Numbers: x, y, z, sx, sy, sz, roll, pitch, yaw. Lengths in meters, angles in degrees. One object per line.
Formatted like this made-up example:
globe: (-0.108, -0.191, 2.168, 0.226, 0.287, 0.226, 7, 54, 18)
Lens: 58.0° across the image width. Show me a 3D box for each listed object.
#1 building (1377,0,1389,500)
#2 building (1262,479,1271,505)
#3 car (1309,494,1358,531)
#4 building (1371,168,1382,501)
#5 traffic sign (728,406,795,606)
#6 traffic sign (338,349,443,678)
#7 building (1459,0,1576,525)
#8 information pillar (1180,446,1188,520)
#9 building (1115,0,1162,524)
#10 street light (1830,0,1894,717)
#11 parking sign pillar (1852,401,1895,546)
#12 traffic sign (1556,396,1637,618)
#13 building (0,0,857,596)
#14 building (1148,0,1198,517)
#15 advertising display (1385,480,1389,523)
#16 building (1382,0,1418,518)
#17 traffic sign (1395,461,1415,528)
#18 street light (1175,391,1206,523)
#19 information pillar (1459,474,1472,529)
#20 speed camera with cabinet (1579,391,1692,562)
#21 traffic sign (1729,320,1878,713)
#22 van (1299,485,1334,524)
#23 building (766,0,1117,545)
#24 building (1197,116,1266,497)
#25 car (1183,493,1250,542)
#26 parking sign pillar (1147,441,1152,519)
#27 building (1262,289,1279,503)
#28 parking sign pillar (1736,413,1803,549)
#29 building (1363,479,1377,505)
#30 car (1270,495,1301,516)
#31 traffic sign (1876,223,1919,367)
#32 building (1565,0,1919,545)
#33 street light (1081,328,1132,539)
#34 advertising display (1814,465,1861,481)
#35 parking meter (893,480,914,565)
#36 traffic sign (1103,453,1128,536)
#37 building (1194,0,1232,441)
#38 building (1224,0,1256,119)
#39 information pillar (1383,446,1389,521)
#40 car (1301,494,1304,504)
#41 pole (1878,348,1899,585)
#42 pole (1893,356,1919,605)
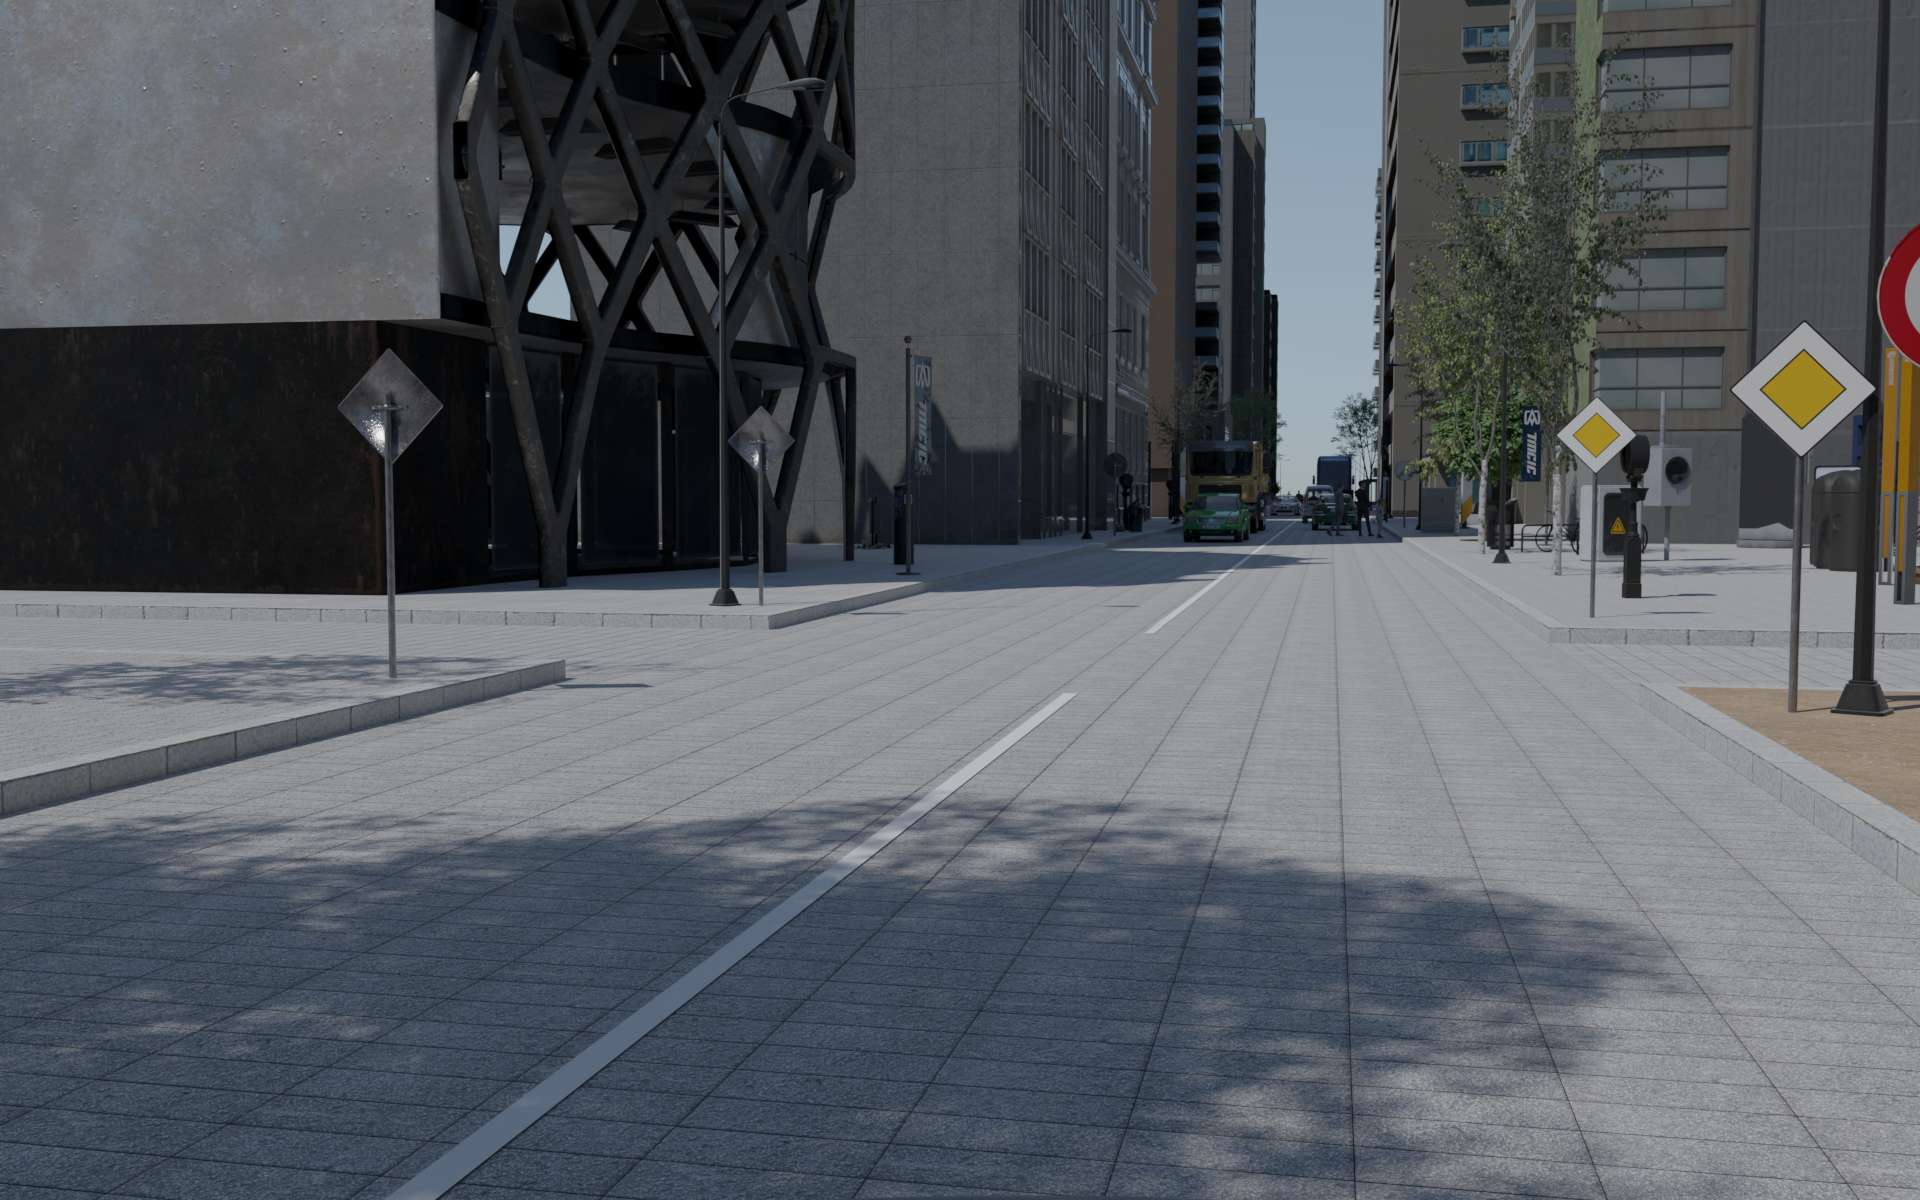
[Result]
building: (46.671, -37.026, 147.375, 21.231, 58.520, 28.212, 1, 4, 12)
building: (20.368, -31.362, 204.656, 32.217, 40.220, 23.993, 1, 4, 12)
car: (15.095, -3.541, 69.686, 2.131, 1.459, 4.920, 1, 4, 12)
building: (66.049, -37.236, 228.409, 23.786, 49.044, 30.456, 1, 4, 12)
traffic sign: (-2.280, -0.990, 19.827, 0.795, 2.450, 0.064, 1, 4, 12)
traffic sign: (-3.953, -0.512, 12.018, 0.795, 2.450, 0.064, 1, 4, 12)
building: (37.327, -23.465, 75.529, 32.217, 40.220, 23.993, 1, 4, 12)
information pillar: (10.890, -5.680, 84.220, 0.183, 3.616, 0.504, -2, 4, -27)
building: (0.906, -17.581, 73.346, 13.634, 28.700, 20.117, 1, 4, 12)
street light: (4.758, -2.297, 10.090, 1.470, 5.913, 1.316, 1, 4, 12)
parking sign pillar: (22.195, -3.286, 42.204, 1.447, 3.967, 1.447, 1, 4, 9)
traffic sign: (6.560, -0.873, 17.919, 0.795, 2.450, 0.064, 1, 4, 12)
building: (-10.596, -9.973, 30.504, 16.820, 18.784, 16.811, 1, 4, 12)
building: (6.403, -27.611, 101.546, 14.600, 45.320, 14.200, 1, 4, 12)
advertising display: (19.325, -4.476, 78.402, 0.123, 1.923, 0.974, 1, 4, 14)
building: (36.264, -29.215, 101.372, 21.300, 48.544, 21.600, 1, 4, 12)
traffic sign: (16.989, -4.039, 66.144, 0.768, 2.556, 0.104, 1, 4, 20)
street light: (10.350, -6.446, 77.931, 1.470, 5.913, 1.316, 1, 4, 12)
information pillar: (18.770, -4.453, 64.156, 0.504, 3.616, 0.183, -2, 4, -28)
speed camera with cabinet: (12.881, -2.363, 32.979, 2.038, 3.252, 0.660, -1, 4, -14)
traffic sign: (4.887, -0.396, 10.110, 0.795, 2.450, 0.064, 1, 4, 12)
van: (17.746, -4.797, 85.439, 2.013, 2.044, 4.112, 1, 4, 12)
building: (-2.334, -14.416, 53.718, 12.078, 24.808, 19.932, 1, 4, 12)
building: (24.981, -30.619, 184.207, 14.154, 41.232, 14.086, 1, 4, 12)
car: (7.854, -2.694, 52.845, 1.959, 1.807, 4.718, 1, 4, 13)
parking sign pillar: (8.973, -6.062, 87.590, 1.447, 3.967, 1.447, -1, 4, -20)
building: (37.105, -28.784, 242.313, 14.160, 30.474, 14.107, 1, 4, 12)
parking sign pillar: (19.347, -3.230, 41.277, 1.447, 3.967, 1.447, -3, 5, -44)
building: (63.638, -31.164, 201.405, 32.217, 40.220, 23.993, 1, 4, 12)
car: (21.921, -6.369, 116.492, 2.083, 1.381, 4.827, 1, 4, 14)
traffic sign: (4.481, -0.466, 7.719, 0.768, 2.556, 0.104, 1, 4, 21)
building: (24.644, -22.338, 48.820, 14.154, 41.232, 14.086, 1, 4, 12)
street light: (4.132, -4.665, 48.812, 1.470, 5.913, 1.316, 1, 4, 12)
advertising display: (19.672, -2.056, 38.835, 0.974, 1.923, 0.123, 2, 4, 33)
parking meter: (-1.026, -1.415, 31.542, 0.372, 1.533, 0.369, 0, 3, 0)
traffic sign: (4.752, -3.244, 53.139, 0.768, 2.556, 0.104, 1, 4, 21)
building: (12.487, -51.037, 147.120, 22.319, 86.520, 31.000, 1, 4, 12)
building: (29.871, -48.113, 224.896, 20.563, 71.187, 20.611, 1, 4, 12)
information pillar: (20.636, -5.661, 83.913, 0.183, 3.616, 0.504, -1, 4, -11)
car: (44.259, -12.958, 223.867, 2.014, 1.417, 4.499, 1, 4, 10)
pole: (13.041, -1.864, 24.316, 0.158, 3.312, 0.155, 0, 3, 0)
pole: (10.966, -1.601, 20.018, 0.158, 3.312, 0.155, 0, 3, 0)
